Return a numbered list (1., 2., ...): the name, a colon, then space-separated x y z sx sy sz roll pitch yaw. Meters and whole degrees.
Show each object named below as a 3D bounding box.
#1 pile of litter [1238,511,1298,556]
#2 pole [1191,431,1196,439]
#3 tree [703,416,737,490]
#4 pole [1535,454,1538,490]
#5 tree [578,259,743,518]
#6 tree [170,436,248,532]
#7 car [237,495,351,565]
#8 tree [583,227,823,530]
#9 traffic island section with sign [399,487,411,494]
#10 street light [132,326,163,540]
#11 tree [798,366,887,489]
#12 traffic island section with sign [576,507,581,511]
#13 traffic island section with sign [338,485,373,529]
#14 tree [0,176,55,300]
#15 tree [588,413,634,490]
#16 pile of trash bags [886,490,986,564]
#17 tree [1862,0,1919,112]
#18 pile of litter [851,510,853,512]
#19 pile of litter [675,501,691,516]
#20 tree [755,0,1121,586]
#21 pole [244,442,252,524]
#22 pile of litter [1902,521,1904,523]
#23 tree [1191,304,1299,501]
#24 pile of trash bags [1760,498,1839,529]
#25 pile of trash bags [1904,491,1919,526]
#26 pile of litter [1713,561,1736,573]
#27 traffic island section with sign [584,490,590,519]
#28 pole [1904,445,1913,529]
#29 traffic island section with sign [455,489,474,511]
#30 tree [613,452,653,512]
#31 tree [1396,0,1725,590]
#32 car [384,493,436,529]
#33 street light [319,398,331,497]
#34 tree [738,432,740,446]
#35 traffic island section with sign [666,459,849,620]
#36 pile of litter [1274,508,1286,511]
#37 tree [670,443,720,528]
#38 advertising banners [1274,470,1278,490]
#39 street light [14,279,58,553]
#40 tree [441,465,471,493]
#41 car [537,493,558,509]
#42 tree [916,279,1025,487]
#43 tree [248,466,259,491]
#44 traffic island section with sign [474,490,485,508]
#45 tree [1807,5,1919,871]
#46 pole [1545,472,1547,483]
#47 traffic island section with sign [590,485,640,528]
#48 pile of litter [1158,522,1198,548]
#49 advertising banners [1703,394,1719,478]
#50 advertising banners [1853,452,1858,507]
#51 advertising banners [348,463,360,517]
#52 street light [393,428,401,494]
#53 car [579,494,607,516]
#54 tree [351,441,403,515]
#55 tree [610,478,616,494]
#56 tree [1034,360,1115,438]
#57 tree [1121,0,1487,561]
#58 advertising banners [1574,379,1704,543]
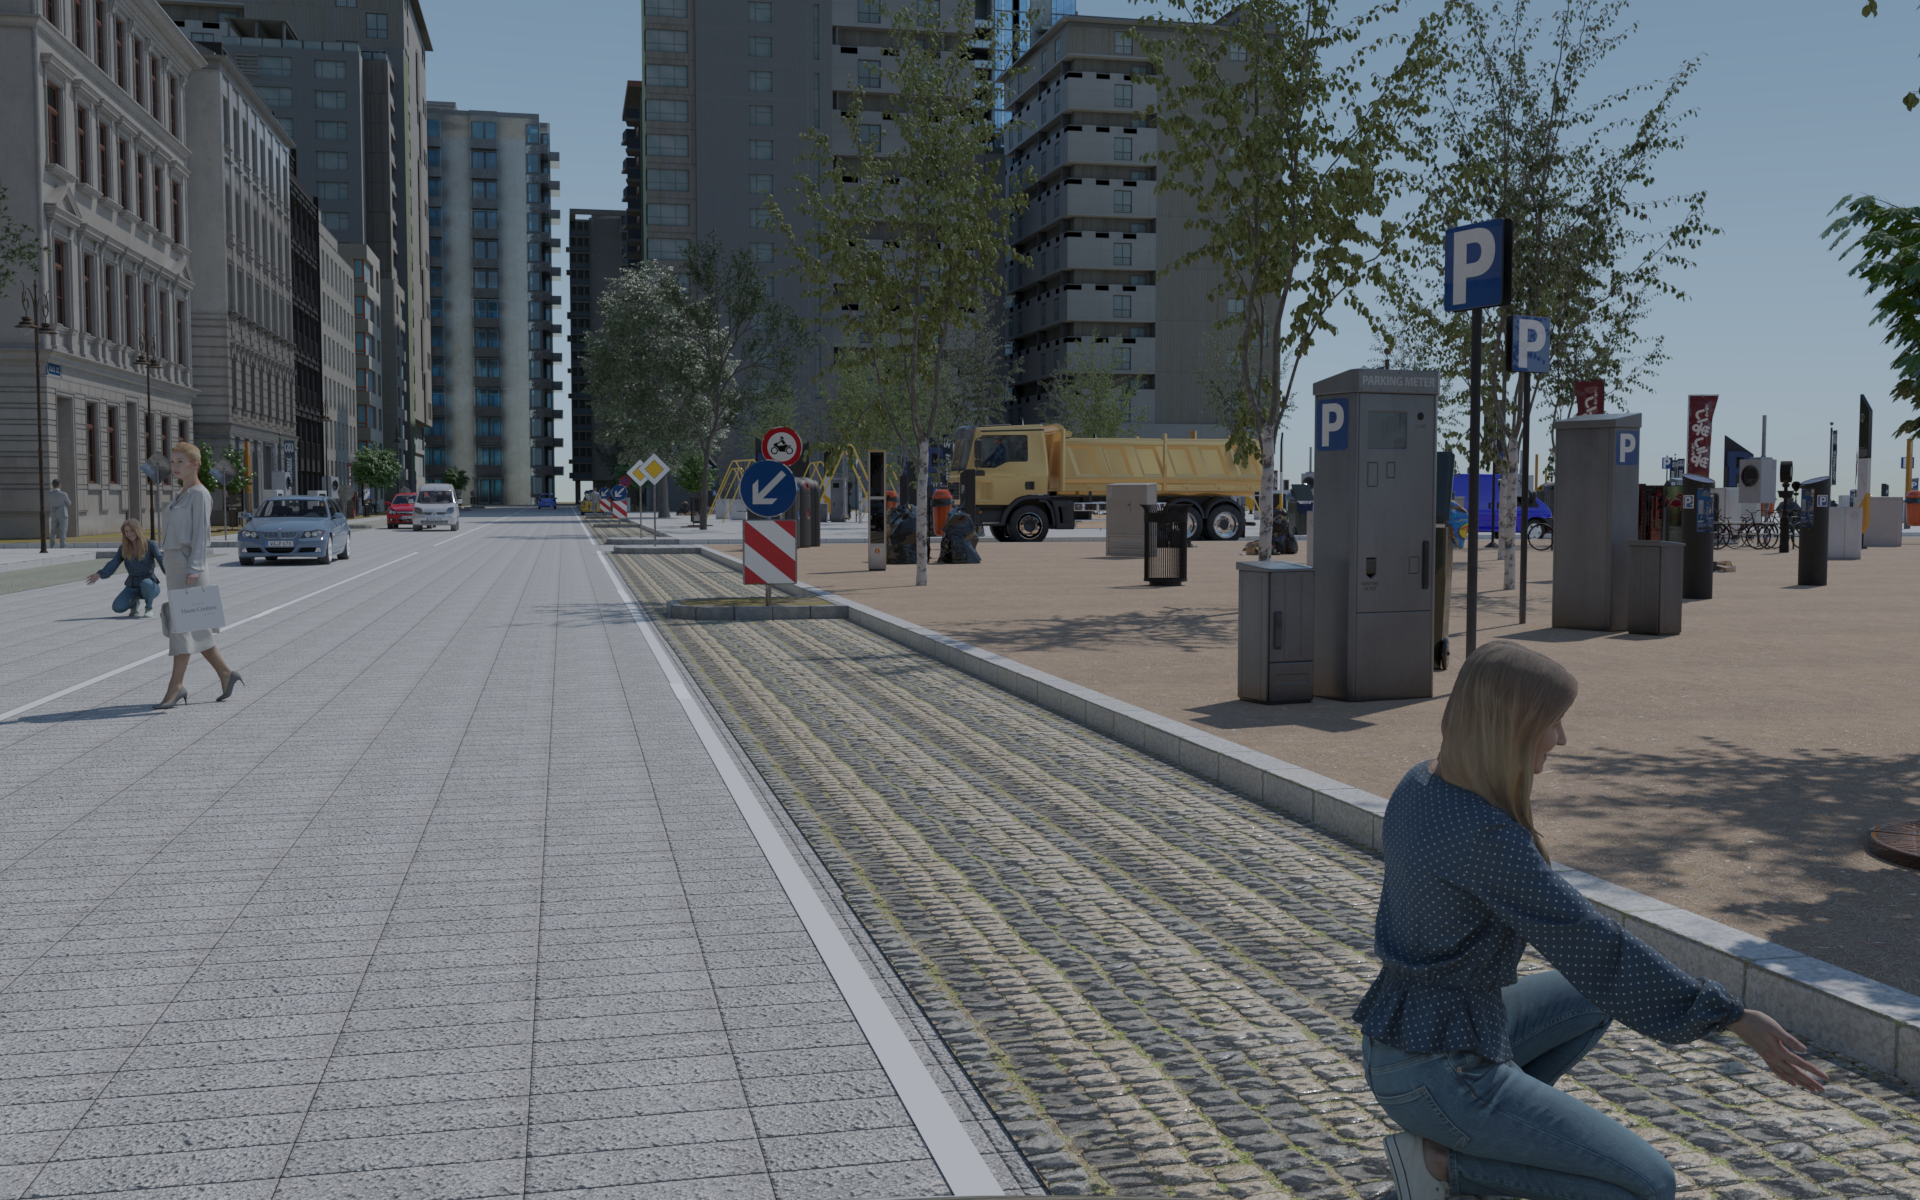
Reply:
1. pile of litter: 6.525 -1.400 36.847 1.719 0.858 1.176 -3 4 -36
2. pole: 7.510 -3.787 55.768 0.158 3.312 0.155 0 3 0
3. tree: -16.725 -10.060 114.839 4.360 8.622 3.978 0 3 0
4. pole: 29.392 -5.780 88.350 0.158 3.312 0.155 0 3 0
5. tree: -16.066 -11.444 93.770 9.857 13.997 8.962 0 3 0
6. tree: -25.404 -3.895 58.286 1.663 3.219 1.824 0 3 0
7. car: -13.965 -1.499 36.503 2.014 1.417 4.499 -1 4 -12
8. tree: -9.173 -7.766 61.380 8.767 10.594 7.601 0 4 -8
9. traffic island section with sign: -31.576 -5.511 98.739 1.989 1.847 2.006 -1 4 -13
10. street light: -22.389 -4.592 47.863 0.468 5.910 1.993 -1 4 -13
11. tree: -7.045 -9.058 98.468 4.360 8.622 3.978 0 3 0
12. traffic island section with sign: -31.940 -8.621 149.577 1.989 1.847 2.006 -1 4 -13
13. traffic island section with sign: -25.403 -3.859 71.726 1.989 1.847 2.006 -1 4 -13
14. tree: -17.429 -5.560 25.322 8.767 10.594 7.601 1 4 17
15. tree: -29.008 -11.969 146.049 4.360 8.622 3.978 0 3 0
16. pile of trash bags: -0.480 -1.436 33.233 1.912 1.369 3.447 0 4 4
17. tree: 6.532 -3.644 9.936 4.737 8.622 4.395 0 3 0
18. pile of litter: -8.236 -6.769 124.633 1.176 0.858 1.719 1 4 21
19. pile of litter: -16.224 -5.467 103.353 1.719 0.858 1.176 -2 4 -26
20. tree: -0.628 -4.521 24.274 4.737 8.622 4.395 0 3 0
21. pole: -27.718 -4.503 67.459 0.158 3.312 0.155 0 3 0
22. pile of litter: 41.952 -3.777 75.713 1.176 0.858 1.719 -1 4 -12
23. tree: 11.050 -7.202 68.111 4.360 8.622 3.978 0 3 0
24. pile of trash bags: 30.726 -3.294 63.617 1.912 1.369 3.447 -1 4 -20
25. pile of trash bags: 26.052 -2.175 45.319 3.447 1.369 1.912 -1 4 -23
26. pile of litter: 12.363 -0.924 29.077 1.176 0.858 1.719 1 4 12
27. traffic island section with sign: -20.791 -5.638 100.801 1.989 1.847 2.006 -1 4 -13
28. pole: 34.904 -4.274 63.727 0.158 3.312 0.155 0 3 0
29. traffic island section with sign: -42.580 -8.460 146.953 1.989 1.847 2.006 -1 4 -13
30. tree: -23.597 -8.679 125.609 4.285 4.588 4.351 0 3 0
31. tree: 7.619 -4.450 23.115 4.360 8.622 3.978 0 3 0
32. car: -22.918 -3.877 72.423 2.155 1.783 4.494 -1 4 -14
33. street light: -30.507 -6.766 83.413 0.468 5.910 1.993 -1 4 -13
34. tree: -11.466 -9.758 109.912 4.737 8.622 4.395 0 3 0
35. traffic island section with sign: -2.454 -0.725 20.485 1.989 1.847 2.006 -1 4 -13
36. pile of litter: 10.403 -2.570 55.983 1.719 0.858 1.176 2 4 35
37. tree: -10.288 -4.544 68.899 1.663 3.219 1.824 0 3 0
38. advertising banners: 23.354 -7.933 125.884 0.090 3.025 2.074 -1 4 -21
39. street light: -19.917 -3.956 37.470 0.468 5.910 1.993 -1 4 -13
40. tree: -57.075 -12.980 195.937 4.285 4.588 4.351 0 3 0
41. car: -39.101 -9.445 164.018 1.945 1.707 3.694 -1 4 -14
42. tree: 0.220 -6.702 59.936 4.360 8.622 3.978 0 3 0
43. tree: -25.427 -4.045 60.736 1.663 3.219 1.824 0 3 0
44. traffic island section with sign: -48.612 -10.073 173.317 1.989 1.847 2.006 -1 4 -13
45. tree: 3.876 -0.691 5.901 1.663 3.219 1.824 0 3 0
46. pole: 46.169 -8.724 136.483 0.158 3.312 0.155 0 3 0
47. traffic island section with sign: -14.725 -4.014 74.253 1.989 1.847 2.006 -1 4 -13
48. pile of litter: 4.837 -1.701 41.778 1.719 0.858 1.176 2 4 24
49. advertising banners: 12.262 -2.099 30.500 2.074 3.025 0.090 0 4 4
50. advertising banners: 34.092 -4.267 65.950 0.090 3.025 2.074 2 4 26
51. advertising banners: -34.360 -6.236 98.151 0.090 3.025 2.074 0 4 -5
52. street light: -38.455 -8.907 118.423 0.468 5.910 1.993 -1 4 -13
53. car: -24.626 -6.499 116.488 2.015 1.641 3.980 -1 4 -11
54. tree: -35.902 -7.502 106.373 4.285 4.588 4.351 0 3 0
55. tree: -36.152 -11.412 181.188 1.663 3.219 1.824 0 3 0
56. tree: 6.222 -8.890 95.710 4.360 8.622 3.978 0 3 0
57. tree: 3.592 -4.197 18.976 4.737 8.622 4.395 0 3 0
58. advertising banners: 10.055 -1.816 25.882 0.090 3.025 2.074 -2 4 -35
